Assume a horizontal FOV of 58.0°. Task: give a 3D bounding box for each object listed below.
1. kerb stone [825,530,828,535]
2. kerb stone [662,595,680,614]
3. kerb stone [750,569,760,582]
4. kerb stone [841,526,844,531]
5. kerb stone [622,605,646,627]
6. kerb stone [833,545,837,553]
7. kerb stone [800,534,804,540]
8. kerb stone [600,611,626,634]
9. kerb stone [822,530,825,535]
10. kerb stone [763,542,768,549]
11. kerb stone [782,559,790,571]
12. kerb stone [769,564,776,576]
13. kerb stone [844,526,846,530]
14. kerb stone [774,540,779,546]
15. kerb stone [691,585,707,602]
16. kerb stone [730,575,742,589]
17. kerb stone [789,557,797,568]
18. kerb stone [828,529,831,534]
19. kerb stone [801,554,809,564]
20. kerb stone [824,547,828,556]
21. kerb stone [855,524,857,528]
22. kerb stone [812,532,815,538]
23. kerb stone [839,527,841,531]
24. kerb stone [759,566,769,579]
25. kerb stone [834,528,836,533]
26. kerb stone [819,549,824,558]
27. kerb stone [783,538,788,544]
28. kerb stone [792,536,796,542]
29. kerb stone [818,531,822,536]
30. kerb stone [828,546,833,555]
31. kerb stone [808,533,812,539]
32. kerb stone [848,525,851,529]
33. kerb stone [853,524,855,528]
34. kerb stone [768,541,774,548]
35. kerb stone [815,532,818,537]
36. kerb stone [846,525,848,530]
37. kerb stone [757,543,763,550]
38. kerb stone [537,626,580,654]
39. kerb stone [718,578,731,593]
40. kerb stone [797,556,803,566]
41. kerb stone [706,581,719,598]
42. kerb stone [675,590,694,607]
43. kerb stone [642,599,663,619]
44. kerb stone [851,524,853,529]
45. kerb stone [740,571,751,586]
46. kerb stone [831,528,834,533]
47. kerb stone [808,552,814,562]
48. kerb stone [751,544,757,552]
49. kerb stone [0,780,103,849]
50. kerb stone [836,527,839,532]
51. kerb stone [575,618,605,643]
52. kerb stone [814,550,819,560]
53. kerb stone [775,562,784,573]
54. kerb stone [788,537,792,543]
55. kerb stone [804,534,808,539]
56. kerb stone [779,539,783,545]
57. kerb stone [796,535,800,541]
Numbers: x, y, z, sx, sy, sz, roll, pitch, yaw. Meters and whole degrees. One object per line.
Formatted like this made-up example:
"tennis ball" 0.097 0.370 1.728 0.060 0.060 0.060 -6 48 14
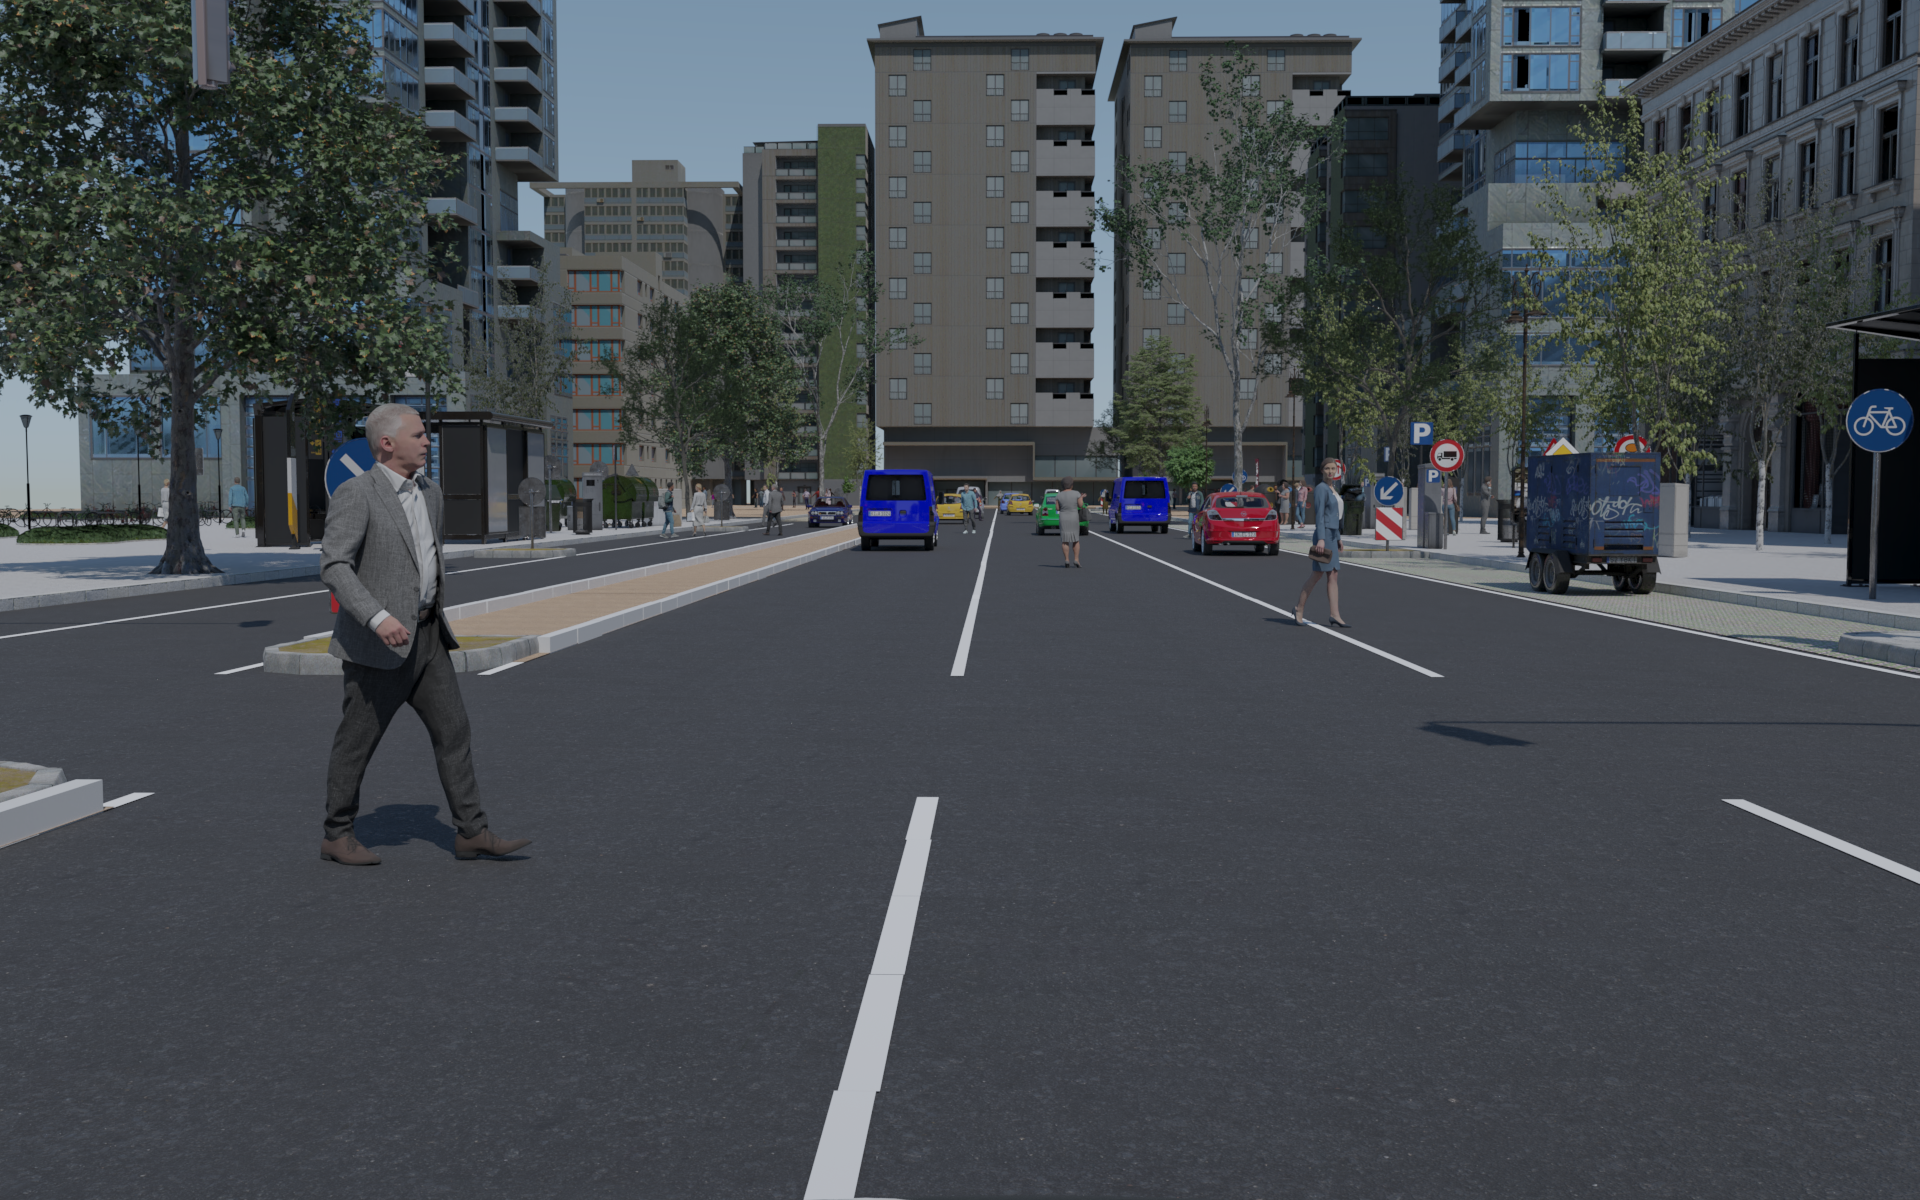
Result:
"kerb stone" -4.799 -2.325 60.208 0.120 0.150 1.000 0 4 1
"kerb stone" -3.607 0.069 21.150 0.120 0.150 1.000 0 4 1
"kerb stone" -3.437 -0.375 28.339 0.120 0.150 1.000 0 4 1
"kerb stone" -4.647 -2.701 66.357 0.120 0.150 1.000 0 4 1
"kerb stone" -3.659 0.189 19.101 0.120 0.150 1.000 0 4 1
"kerb stone" -3.125 -1.190 41.681 0.120 0.150 1.000 0 4 1
"kerb stone" -4.963 -1.884 53.046 0.120 0.150 1.000 0 4 1
"kerb stone" -3.680 0.252 18.079 0.120 0.150 1.000 0 4 1
"kerb stone" -4.824 -2.257 59.187 0.120 0.150 1.000 0 4 1
"kerb stone" -5.151 -1.383 44.836 0.120 0.150 1.000 0 4 1
"kerb stone" -3.348 -0.627 32.448 0.120 0.150 1.000 0 4 1
"kerb stone" -3.395 -0.498 30.392 0.120 0.150 1.000 0 4 1
"kerb stone" -4.631 -2.764 67.390 0.120 0.150 1.000 0 4 1
"kerb stone" -5.103 -1.510 46.895 0.120 0.150 1.000 0 4 1
"kerb stone" -3.562 -0.061 23.198 0.120 0.150 1.000 0 4 1
"kerb stone" -3.488 -0.251 26.291 0.120 0.150 1.000 0 4 1
"kerb stone" -3.320 -0.690 33.470 0.120 0.150 1.000 0 4 1
"kerb stone" -4.768 -2.388 61.243 0.120 0.150 1.000 0 4 1
"kerb stone" -3.272 -0.815 35.514 0.120 0.150 1.000 0 4 1
"kerb stone" -3.181 -1.065 39.616 0.120 0.150 1.000 0 4 1
"kerb stone" -4.510 -3.077 72.506 0.120 0.150 1.000 0 4 1
"kerb stone" -4.890 -2.074 56.113 0.120 0.150 1.000 0 4 1
"kerb stone" -4.675 -2.638 65.334 0.120 0.150 1.000 0 4 1
"kerb stone" -3.411 -0.439 29.369 0.120 0.150 1.000 0 4 1
"kerb stone" -4.716 -2.513 63.290 0.120 0.150 1.000 0 4 1
"kerb stone" -3.201 -1.001 38.589 0.120 0.150 1.000 0 4 1
"kerb stone" -5.063 -1.636 48.941 0.120 0.150 1.000 0 4 1
"kerb stone" -5.014 -1.758 51.000 0.120 0.150 1.000 0 4 1
"kerb stone" -4.837 -2.200 58.163 0.120 0.150 1.000 0 4 1
"kerb stone" -3.148 -1.128 40.646 0.120 0.150 1.000 0 4 1
"kerb stone" -4.917 -2.012 55.090 0.120 0.150 1.000 0 4 1
"kerb stone" -4.585 -2.890 69.440 0.120 0.150 1.000 0 4 1
"kerb stone" -4.537 -3.015 71.484 0.120 0.150 1.000 0 4 1
"kerb stone" -5.127 -1.446 45.869 0.120 0.150 1.000 0 4 1
"kerb stone" -4.867 -2.137 57.139 0.120 0.150 1.000 0 4 1
"kerb stone" -4.611 -2.825 68.412 0.120 0.150 1.000 0 4 1
"kerb stone" -5.178 -1.319 43.811 0.120 0.150 1.000 0 4 1
"kerb stone" -3.725 0.377 16.035 0.120 0.150 1.000 0 4 1
"kerb stone" -3.519 -0.187 25.259 0.120 0.150 1.000 0 4 1
"kerb stone" -3.300 -0.752 34.492 0.120 0.150 1.000 0 4 1
"kerb stone" -3.543 -0.123 24.222 0.120 0.150 1.000 0 4 1
"kerb stone" -3.584 0.001 22.172 0.120 0.150 1.000 0 4 1
"kerb stone" -3.635 0.126 20.128 0.120 0.150 1.000 0 4 1
"kerb stone" -4.557 -2.952 70.462 0.120 0.150 1.000 0 4 1
"kerb stone" -3.462 -0.313 27.317 0.120 0.150 1.000 0 4 1
"kerb stone" -4.747 -2.448 62.268 0.120 0.150 1.000 0 4 1
"kerb stone" -3.246 -0.876 36.543 0.120 0.150 1.000 0 4 1
"kerb stone" -5.198 -1.260 42.789 0.120 0.150 1.000 0 4 1
"kerb stone" -3.929 0.913 7.298 0.120 0.150 1.000 0 4 1
"kerb stone" -4.692 -2.576 64.312 0.120 0.150 1.000 0 4 1
"kerb stone" -3.699 0.315 17.056 0.120 0.150 1.000 0 4 1
"kerb stone" -3.219 -0.940 37.566 0.120 0.150 1.000 0 4 1
"kerb stone" -3.369 -0.564 31.413 0.120 0.150 1.000 0 4 1
"kerb stone" -5.032 -1.694 49.963 0.120 0.150 1.000 0 4 1
"kerb stone" -4.940 -1.949 54.068 0.120 0.150 1.000 0 4 1
"kerb stone" -5.087 -1.573 47.919 0.120 0.150 1.000 0 4 1
"kerb stone" -4.990 -1.824 52.024 0.120 0.150 1.000 0 4 1
